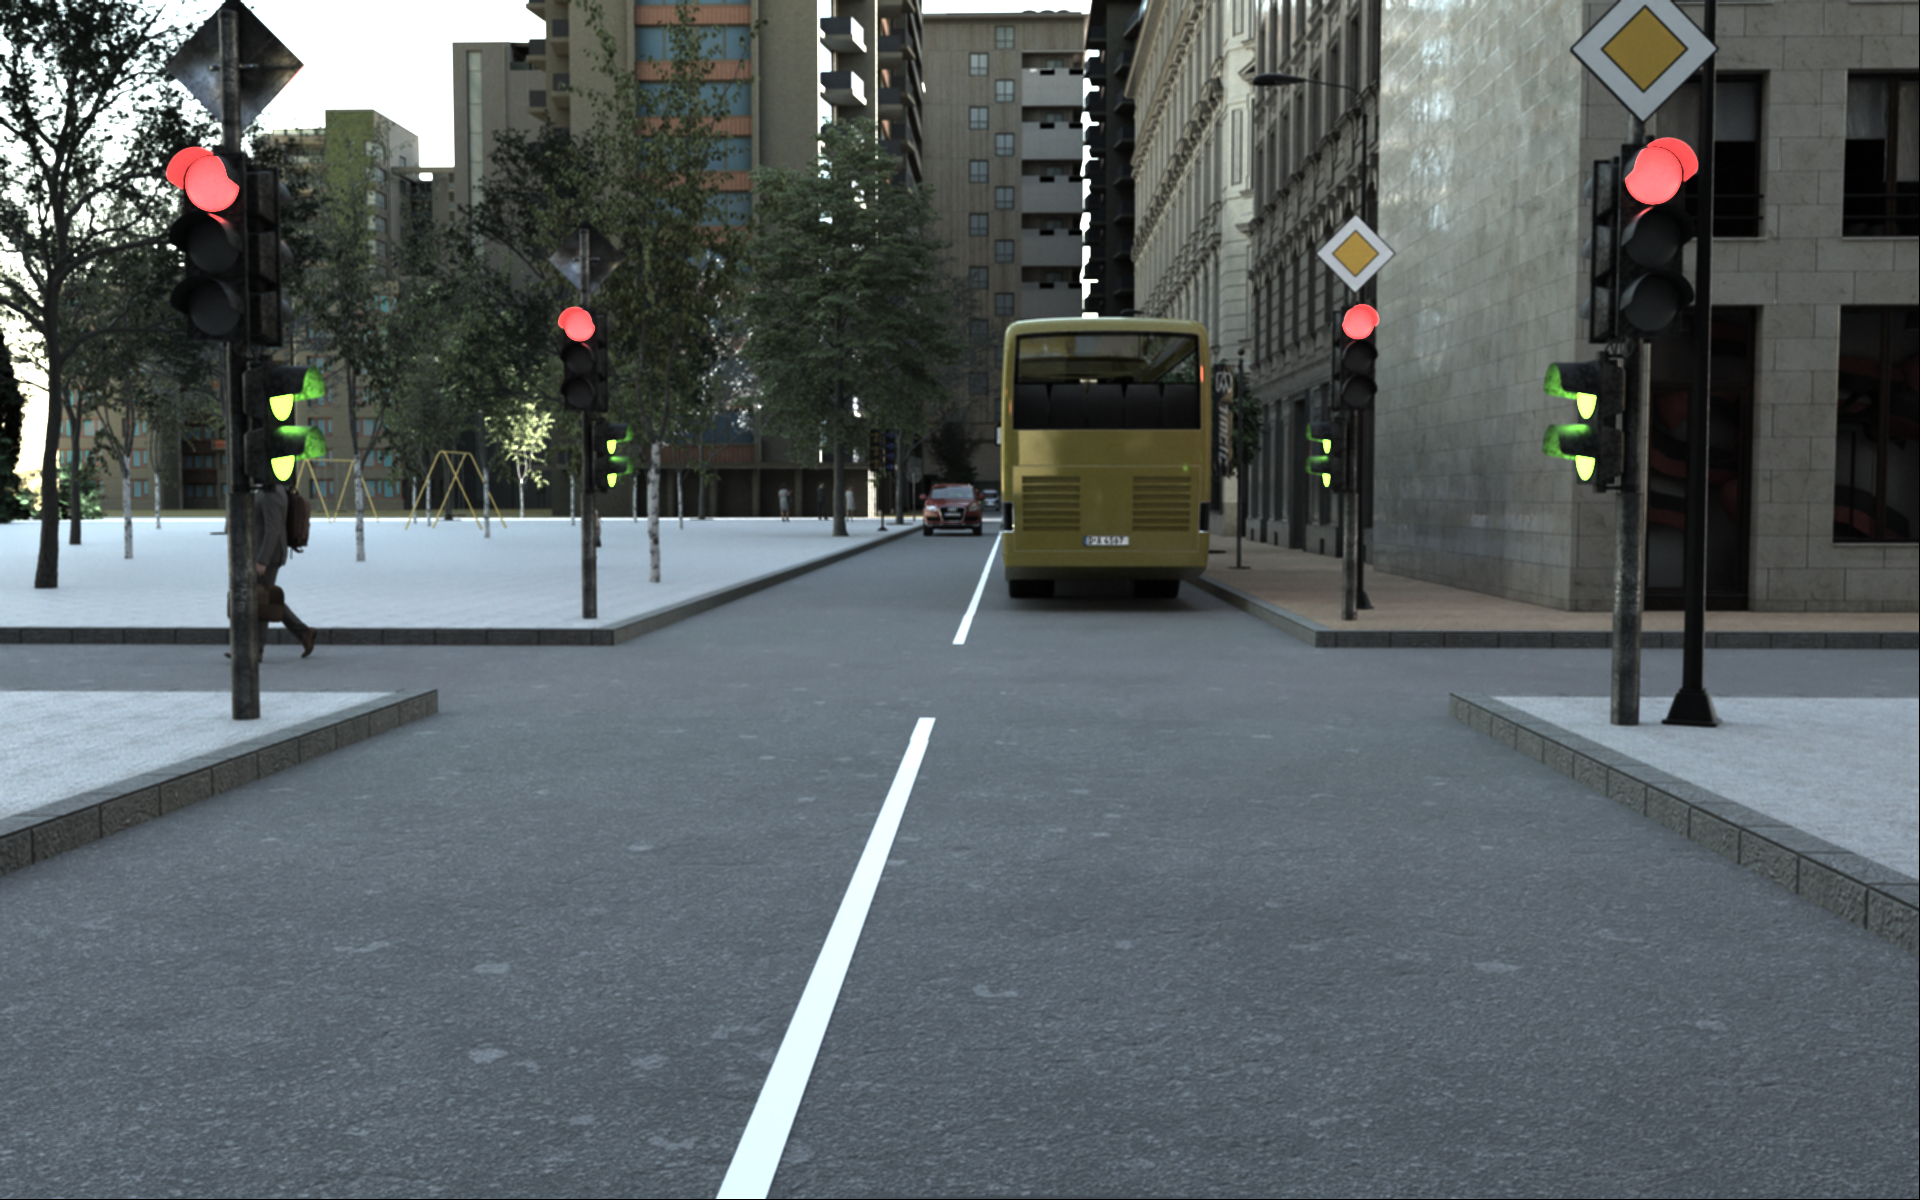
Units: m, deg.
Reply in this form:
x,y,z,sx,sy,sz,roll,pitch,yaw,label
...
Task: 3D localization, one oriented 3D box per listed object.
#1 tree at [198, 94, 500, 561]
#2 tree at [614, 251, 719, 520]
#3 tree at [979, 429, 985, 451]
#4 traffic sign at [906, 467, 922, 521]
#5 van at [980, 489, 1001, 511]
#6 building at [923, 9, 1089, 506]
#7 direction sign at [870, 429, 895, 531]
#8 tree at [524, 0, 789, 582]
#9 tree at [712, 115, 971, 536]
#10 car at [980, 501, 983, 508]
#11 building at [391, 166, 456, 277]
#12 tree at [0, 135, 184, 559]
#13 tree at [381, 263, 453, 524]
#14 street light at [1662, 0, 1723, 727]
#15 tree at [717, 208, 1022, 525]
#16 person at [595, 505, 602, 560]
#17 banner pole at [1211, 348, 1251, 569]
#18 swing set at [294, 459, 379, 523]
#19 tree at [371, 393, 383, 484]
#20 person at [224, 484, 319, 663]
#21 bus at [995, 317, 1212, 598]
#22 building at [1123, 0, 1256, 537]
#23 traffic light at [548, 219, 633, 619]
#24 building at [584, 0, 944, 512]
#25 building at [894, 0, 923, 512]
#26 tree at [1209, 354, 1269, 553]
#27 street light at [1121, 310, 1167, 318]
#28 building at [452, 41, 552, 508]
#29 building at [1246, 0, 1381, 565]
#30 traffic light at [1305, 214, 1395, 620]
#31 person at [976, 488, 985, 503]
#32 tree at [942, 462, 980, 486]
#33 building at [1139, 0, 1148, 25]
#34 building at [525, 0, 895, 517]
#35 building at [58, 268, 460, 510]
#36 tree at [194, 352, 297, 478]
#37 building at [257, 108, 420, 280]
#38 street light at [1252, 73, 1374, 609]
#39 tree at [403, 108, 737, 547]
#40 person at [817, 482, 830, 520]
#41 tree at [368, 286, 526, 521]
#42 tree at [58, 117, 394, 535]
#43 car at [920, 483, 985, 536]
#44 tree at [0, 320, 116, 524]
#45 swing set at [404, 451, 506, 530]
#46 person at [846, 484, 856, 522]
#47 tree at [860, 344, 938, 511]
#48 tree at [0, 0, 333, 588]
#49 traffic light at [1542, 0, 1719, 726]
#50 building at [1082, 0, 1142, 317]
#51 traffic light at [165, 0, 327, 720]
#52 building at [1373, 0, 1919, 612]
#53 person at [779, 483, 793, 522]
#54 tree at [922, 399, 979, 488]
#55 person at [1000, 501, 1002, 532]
x,y,z,sx,sy,sz,roll,pitch,yaw,label
-11.227,-5.044,32.836,4.360,8.622,3.978,0,3,0,tree
-12.839,-10.784,86.682,12.009,13.543,11.850,0,3,0,tree
-0.484,-11.781,142.989,4.360,8.622,3.978,0,3,0,tree
-2.142,-4.948,81.011,0.768,2.556,0.104,0,4,6,traffic sign
2.525,-8.627,148.061,2.013,2.044,4.112,0,4,0,van
2.368,-36.829,191.388,27.495,52.752,28.713,0,4,2,building
-2.710,-4.191,60.526,0.876,3.537,0.379,0,4,8,direction sign
-4.487,-4.578,25.209,4.737,8.622,4.395,0,3,0,tree
-3.556,-8.192,52.074,7.486,12.596,7.792,0,3,0,tree
0.181,-4.679,85.297,1.959,1.807,4.718,0,4,1,car
-47.896,-30.764,194.879,23.993,40.220,32.217,0,4,2,building
-16.798,-5.127,34.188,4.360,8.622,3.978,0,3,0,tree
-13.576,-6.116,50.364,4.737,8.622,4.395,0,3,0,tree
3.560,-2.263,9.544,1.470,5.913,1.316,0,4,2,street light
-2.426,-9.919,72.538,12.009,13.543,11.850,0,3,0,tree
-6.353,-1.168,30.149,0.382,1.210,0.505,-3,5,-42,person
4.622,-2.423,29.630,0.863,3.779,0.401,-2,4,-34,banner pole
-28.592,-4.949,78.533,2.862,2.851,3.119,2,4,27,swing set
-23.726,-7.642,75.311,4.737,8.622,4.395,0,3,0,tree
-5.876,-0.387,14.792,0.822,1.834,0.622,-2,4,-35,person
1.934,-2.155,26.778,2.896,3.916,12.252,0,4,2,bus
16.432,-17.968,70.192,17.030,29.872,44.131,0,4,2,building
-3.808,-1.764,17.768,0.839,4.253,0.868,0,4,2,traffic light
-16.344,-30.671,156.093,28.867,44.769,22.147,0,4,2,building
-14.037,-31.104,132.257,21.300,48.544,21.600,0,4,2,building
5.125,-3.321,38.012,4.285,4.588,4.351,0,3,0,tree
4.749,-4.354,43.737,1.470,5.913,1.316,0,4,2,street light
-37.699,-29.156,160.294,14.086,41.232,14.154,0,4,2,building
12.401,-11.603,38.862,9.793,20.994,18.267,0,4,2,building
3.950,-1.750,17.533,0.839,4.253,0.868,0,4,2,traffic light
1.036,-5.952,105.779,1.348,1.831,0.705,3,5,40,person
0.092,-10.379,153.412,4.285,4.588,4.351,0,3,0,tree
21.255,-49.351,119.554,22.319,86.520,31.000,0,4,2,building
-14.235,-27.679,107.179,22.147,44.769,28.867,0,4,2,building
-59.394,-18.957,154.980,28.899,21.520,27.650,0,4,2,building
-28.893,-7.309,69.857,4.737,8.622,4.395,0,3,0,tree
-67.188,-30.811,187.356,14.086,41.232,14.154,0,4,2,building
3.924,-2.858,19.277,1.470,5.913,1.316,0,4,2,street light
-9.107,-6.581,42.006,7.601,10.594,8.767,3,5,43,tree
-6.832,-4.939,86.154,0.474,1.900,0.648,-3,4,-39,person
-24.925,-9.703,84.406,9.928,11.665,9.643,0,3,0,tree
-23.160,-8.844,54.965,12.009,13.543,11.850,0,3,0,tree
-0.258,-3.200,60.999,2.281,1.827,5.304,0,3,0,car
-47.077,-10.861,79.404,13.155,14.587,18.604,-1,4,-17,tree
-18.603,-4.064,64.062,2.862,2.851,3.119,0,4,3,swing set
-5.035,-4.444,79.461,0.466,1.731,0.760,0,4,5,person
-3.056,-8.238,85.048,4.737,8.622,4.395,0,3,0,tree
-12.194,-5.450,23.523,7.601,10.594,8.767,-2,4,-25,tree
3.691,-1.262,9.552,0.839,4.253,0.868,0,4,2,traffic light
21.985,-30.383,151.381,22.147,44.769,28.867,0,4,2,building
-4.067,-1.276,9.787,0.839,4.253,0.868,0,4,2,traffic light
15.203,-10.299,23.133,16.860,20.320,10.420,0,4,2,building
-8.072,-4.545,80.706,0.716,1.782,0.532,1,4,22,person
-0.913,-11.436,137.337,4.360,8.622,3.978,0,3,0,tree
1.655,-3.293,62.689,0.444,1.785,0.601,3,5,43,person
